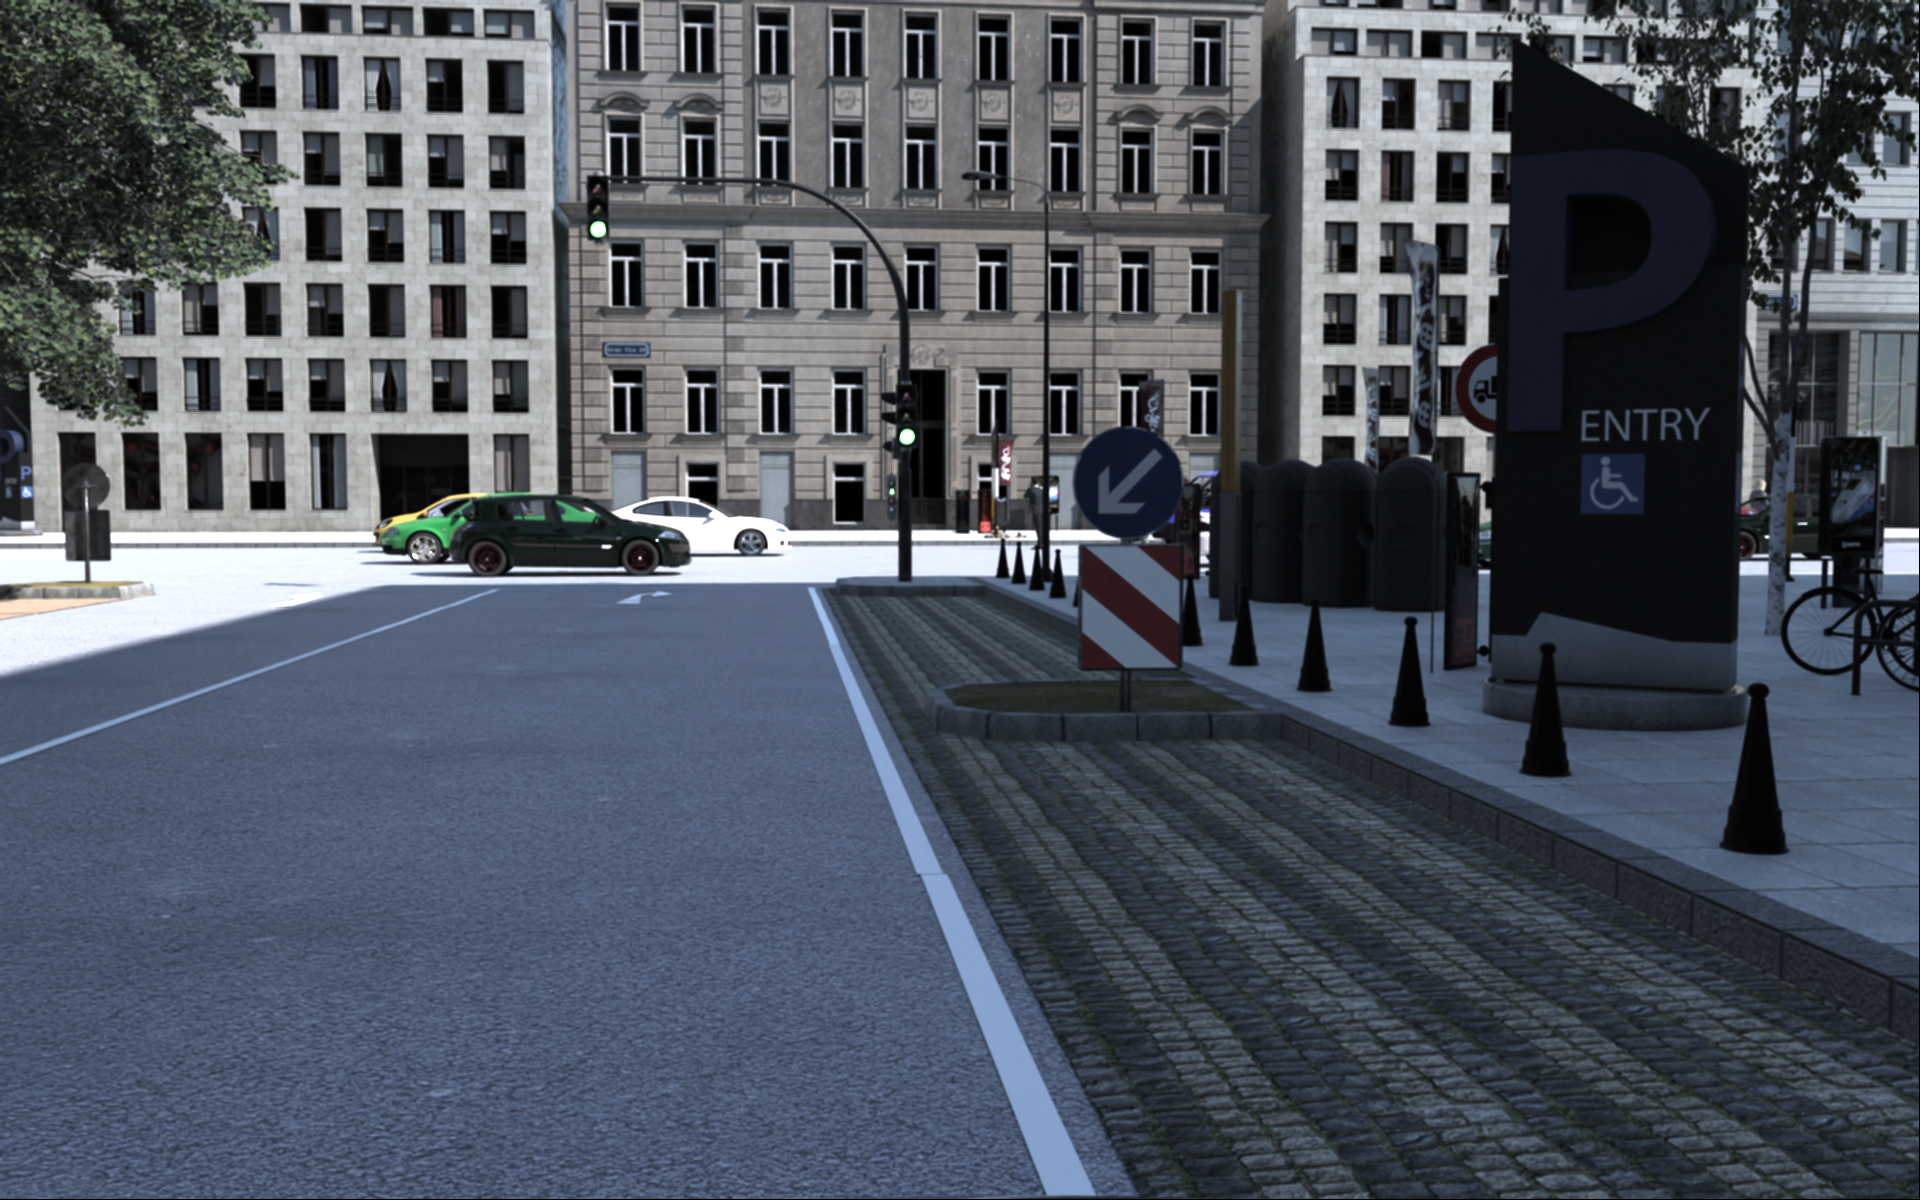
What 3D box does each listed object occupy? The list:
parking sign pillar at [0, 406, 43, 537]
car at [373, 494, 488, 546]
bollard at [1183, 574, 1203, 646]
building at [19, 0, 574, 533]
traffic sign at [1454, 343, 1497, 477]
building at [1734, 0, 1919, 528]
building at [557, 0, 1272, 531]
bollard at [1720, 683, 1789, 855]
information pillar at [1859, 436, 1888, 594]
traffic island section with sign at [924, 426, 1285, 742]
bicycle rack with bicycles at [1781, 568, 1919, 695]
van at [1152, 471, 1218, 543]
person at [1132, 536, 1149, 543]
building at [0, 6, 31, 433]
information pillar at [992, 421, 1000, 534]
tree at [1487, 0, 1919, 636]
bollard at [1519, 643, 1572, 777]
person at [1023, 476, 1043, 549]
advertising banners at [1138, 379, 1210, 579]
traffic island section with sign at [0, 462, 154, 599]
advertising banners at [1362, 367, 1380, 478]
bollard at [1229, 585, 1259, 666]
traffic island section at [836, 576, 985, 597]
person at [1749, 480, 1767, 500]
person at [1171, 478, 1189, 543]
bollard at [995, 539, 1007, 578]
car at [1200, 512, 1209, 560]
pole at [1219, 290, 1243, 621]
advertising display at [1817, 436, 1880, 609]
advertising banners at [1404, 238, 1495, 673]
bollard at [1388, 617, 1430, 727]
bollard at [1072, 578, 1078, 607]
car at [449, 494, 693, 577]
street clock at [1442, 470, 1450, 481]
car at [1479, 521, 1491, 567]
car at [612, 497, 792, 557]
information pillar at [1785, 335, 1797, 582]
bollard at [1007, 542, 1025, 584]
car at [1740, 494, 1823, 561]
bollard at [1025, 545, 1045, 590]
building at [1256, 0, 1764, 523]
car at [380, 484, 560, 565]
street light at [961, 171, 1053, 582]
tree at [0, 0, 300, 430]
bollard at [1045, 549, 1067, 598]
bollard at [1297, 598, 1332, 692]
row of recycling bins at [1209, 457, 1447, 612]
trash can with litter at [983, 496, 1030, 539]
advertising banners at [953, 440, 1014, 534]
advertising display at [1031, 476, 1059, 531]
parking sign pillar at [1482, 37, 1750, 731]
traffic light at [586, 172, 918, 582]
[{"bbox_3d":[-28.696,-3.920,52.562,1.447,3.967,1.447,2,4,33],"label":"parking sign pillar"},{"bbox_3d":[-12.467,-2.003,42.967,3.980,1.641,2.015,0,4,-7],"label":"car"},{"bbox_3d":[1.953,0.083,14.692,0.229,0.601,0.229,0,3,0],"label":"bollard"},{"bbox_3d":[-22.679,-12.705,62.474,16.860,20.320,10.420,0,4,-6],"label":"building"},{"bbox_3d":[4.543,-0.890,14.650,0.768,2.556,0.104,0,4,1],"label":"traffic sign"},{"bbox_3d":[42.769,-17.868,69.638,29.804,29.767,11.434,0,4,-6],"label":"building"},{"bbox_3d":[-1.942,-16.415,65.641,25.104,27.353,12.463,0,4,-6],"label":"building"},{"bbox_3d":[2.874,0.599,6.251,0.229,0.601,0.229,0,3,0],"label":"bollard"},{"bbox_3d":[11.681,-1.086,22.250,0.304,2.012,0.304,3,5,40],"label":"information pillar"},{"bbox_3d":[0.800,-0.139,10.897,1.989,1.847,2.006,0,4,-6],"label":"traffic island section with sign"},{"bbox_3d":[6.927,0.124,11.356,2.925,0.926,2.852,3,5,41],"label":"bicycle rack with bicycles"},{"bbox_3d":[7.526,-2.460,44.611,5.245,2.365,2.240,0,4,-8],"label":"van"},{"bbox_3d":[4.113,-1.843,38.741,0.694,1.812,0.767,3,5,43],"label":"person"},{"bbox_3d":[-42.628,-13.766,61.231,21.152,22.565,11.583,0,4,-6],"label":"building"},{"bbox_3d":[1.131,-3.933,55.662,0.183,3.616,0.504,-1,4,-17],"label":"information pillar"},{"bbox_3d":[7.311,-3.997,15.711,4.360,8.622,3.978,0,3,0],"label":"tree"},{"bbox_3d":[2.689,0.496,7.939,0.229,0.601,0.229,0,3,0],"label":"bollard"},{"bbox_3d":[1.954,-2.265,44.892,0.474,1.900,0.648,2,4,33],"label":"person"},{"bbox_3d":[3.449,-1.828,26.078,0.090,3.025,2.074,-3,5,-42],"label":"advertising banners"},{"bbox_3d":[-12.547,-0.996,24.415,2.006,1.907,1.989,0,4,-6],"label":"traffic island section with sign"},{"bbox_3d":[6.193,-1.744,24.695,0.090,3.025,2.074,3,5,40],"label":"advertising banners"},{"bbox_3d":[2.135,0.186,13.005,0.229,0.601,0.229,0,3,0],"label":"bollard"},{"bbox_3d":[-0.793,-0.194,25.453,2.009,0.180,2.903,0,4,-6],"label":"traffic island section"},{"bbox_3d":[20.618,-2.199,44.640,0.526,1.800,0.537,-1,4,-21],"label":"person"},{"bbox_3d":[4.617,-1.687,36.523,0.683,1.767,0.568,-3,5,-41],"label":"person"},{"bbox_3d":[0.657,-0.640,26.509,0.229,0.601,0.229,0,3,0],"label":"bollard"},{"bbox_3d":[6.726,-1.359,34.574,4.827,1.381,2.083,0,4,-8],"label":"car"},{"bbox_3d":[2.729,-1.443,17.444,0.158,3.312,0.155,0,3,0],"label":"pole"},{"bbox_3d":[10.043,-0.879,19.587,0.974,1.923,0.123,-2,4,-32],"label":"advertising display"},{"bbox_3d":[3.711,-1.010,12.701,0.090,3.025,2.074,3,5,41],"label":"advertising banners"},{"bbox_3d":[2.503,0.392,9.632,0.229,0.601,0.229,0,3,0],"label":"bollard"},{"bbox_3d":[1.394,-0.227,19.750,0.229,0.601,0.229,0,3,0],"label":"bollard"},{"bbox_3d":[-6.882,-1.282,30.745,4.222,1.686,2.009,0,4,-8],"label":"car"},{"bbox_3d":[14.834,-2.968,53.097,0.471,2.002,0.358,-2,4,-26],"label":"street clock"},{"bbox_3d":[11.982,-1.330,33.545,4.920,1.459,2.131,0,4,-6],"label":"car"},{"bbox_3d":[-6.341,-1.712,40.345,4.827,1.381,2.083,0,4,-7],"label":"car"},{"bbox_3d":[12.157,-2.079,25.351,0.183,3.616,0.504,1,4,22],"label":"information pillar"},{"bbox_3d":[0.845,-0.537,24.816,0.229,0.601,0.229,0,3,0],"label":"bollard"},{"bbox_3d":[17.771,-1.711,37.769,4.222,1.686,2.009,0,4,-6],"label":"car"},{"bbox_3d":[1.030,-0.434,23.130,0.229,0.601,0.229,0,3,0],"label":"bollard"},{"bbox_3d":[19.697,-12.937,66.277,16.860,20.320,10.420,0,4,-6],"label":"building"},{"bbox_3d":[-9.575,-1.663,35.989,4.718,1.807,1.959,0,4,-8],"label":"car"},{"bbox_3d":[0.717,-3.215,25.111,1.470,5.913,1.316,0,4,-6],"label":"street light"},{"bbox_3d":[-12.142,-6.757,19.585,9.857,13.997,8.962,0,3,0],"label":"tree"},{"bbox_3d":[1.212,-0.330,21.437,0.229,0.601,0.229,0,3,0],"label":"bollard"},{"bbox_3d":[2.319,0.289,11.319,0.229,0.601,0.229,0,3,0],"label":"bollard"},{"bbox_3d":[4.218,-0.805,20.269,1.069,1.692,3.534,-2,4,-33],"label":"row of recycling bins"},{"bbox_3d":[1.465,-2.430,50.783,1.678,1.210,2.233,2,4,33],"label":"trash can with litter"},{"bbox_3d":[0.782,-3.679,56.336,2.074,3.025,0.090,-1,4,-16],"label":"advertising banners"},{"bbox_3d":[2.976,-3.382,60.511,0.974,1.923,0.123,-1,4,-11],"label":"advertising display"},{"bbox_3d":[3.791,-1.314,9.958,1.447,3.967,1.447,2,4,29],"label":"parking sign pillar"},{"bbox_3d":[-2.904,-3.076,24.968,4.771,5.953,1.251,0,4,-6],"label":"traffic light"}]
